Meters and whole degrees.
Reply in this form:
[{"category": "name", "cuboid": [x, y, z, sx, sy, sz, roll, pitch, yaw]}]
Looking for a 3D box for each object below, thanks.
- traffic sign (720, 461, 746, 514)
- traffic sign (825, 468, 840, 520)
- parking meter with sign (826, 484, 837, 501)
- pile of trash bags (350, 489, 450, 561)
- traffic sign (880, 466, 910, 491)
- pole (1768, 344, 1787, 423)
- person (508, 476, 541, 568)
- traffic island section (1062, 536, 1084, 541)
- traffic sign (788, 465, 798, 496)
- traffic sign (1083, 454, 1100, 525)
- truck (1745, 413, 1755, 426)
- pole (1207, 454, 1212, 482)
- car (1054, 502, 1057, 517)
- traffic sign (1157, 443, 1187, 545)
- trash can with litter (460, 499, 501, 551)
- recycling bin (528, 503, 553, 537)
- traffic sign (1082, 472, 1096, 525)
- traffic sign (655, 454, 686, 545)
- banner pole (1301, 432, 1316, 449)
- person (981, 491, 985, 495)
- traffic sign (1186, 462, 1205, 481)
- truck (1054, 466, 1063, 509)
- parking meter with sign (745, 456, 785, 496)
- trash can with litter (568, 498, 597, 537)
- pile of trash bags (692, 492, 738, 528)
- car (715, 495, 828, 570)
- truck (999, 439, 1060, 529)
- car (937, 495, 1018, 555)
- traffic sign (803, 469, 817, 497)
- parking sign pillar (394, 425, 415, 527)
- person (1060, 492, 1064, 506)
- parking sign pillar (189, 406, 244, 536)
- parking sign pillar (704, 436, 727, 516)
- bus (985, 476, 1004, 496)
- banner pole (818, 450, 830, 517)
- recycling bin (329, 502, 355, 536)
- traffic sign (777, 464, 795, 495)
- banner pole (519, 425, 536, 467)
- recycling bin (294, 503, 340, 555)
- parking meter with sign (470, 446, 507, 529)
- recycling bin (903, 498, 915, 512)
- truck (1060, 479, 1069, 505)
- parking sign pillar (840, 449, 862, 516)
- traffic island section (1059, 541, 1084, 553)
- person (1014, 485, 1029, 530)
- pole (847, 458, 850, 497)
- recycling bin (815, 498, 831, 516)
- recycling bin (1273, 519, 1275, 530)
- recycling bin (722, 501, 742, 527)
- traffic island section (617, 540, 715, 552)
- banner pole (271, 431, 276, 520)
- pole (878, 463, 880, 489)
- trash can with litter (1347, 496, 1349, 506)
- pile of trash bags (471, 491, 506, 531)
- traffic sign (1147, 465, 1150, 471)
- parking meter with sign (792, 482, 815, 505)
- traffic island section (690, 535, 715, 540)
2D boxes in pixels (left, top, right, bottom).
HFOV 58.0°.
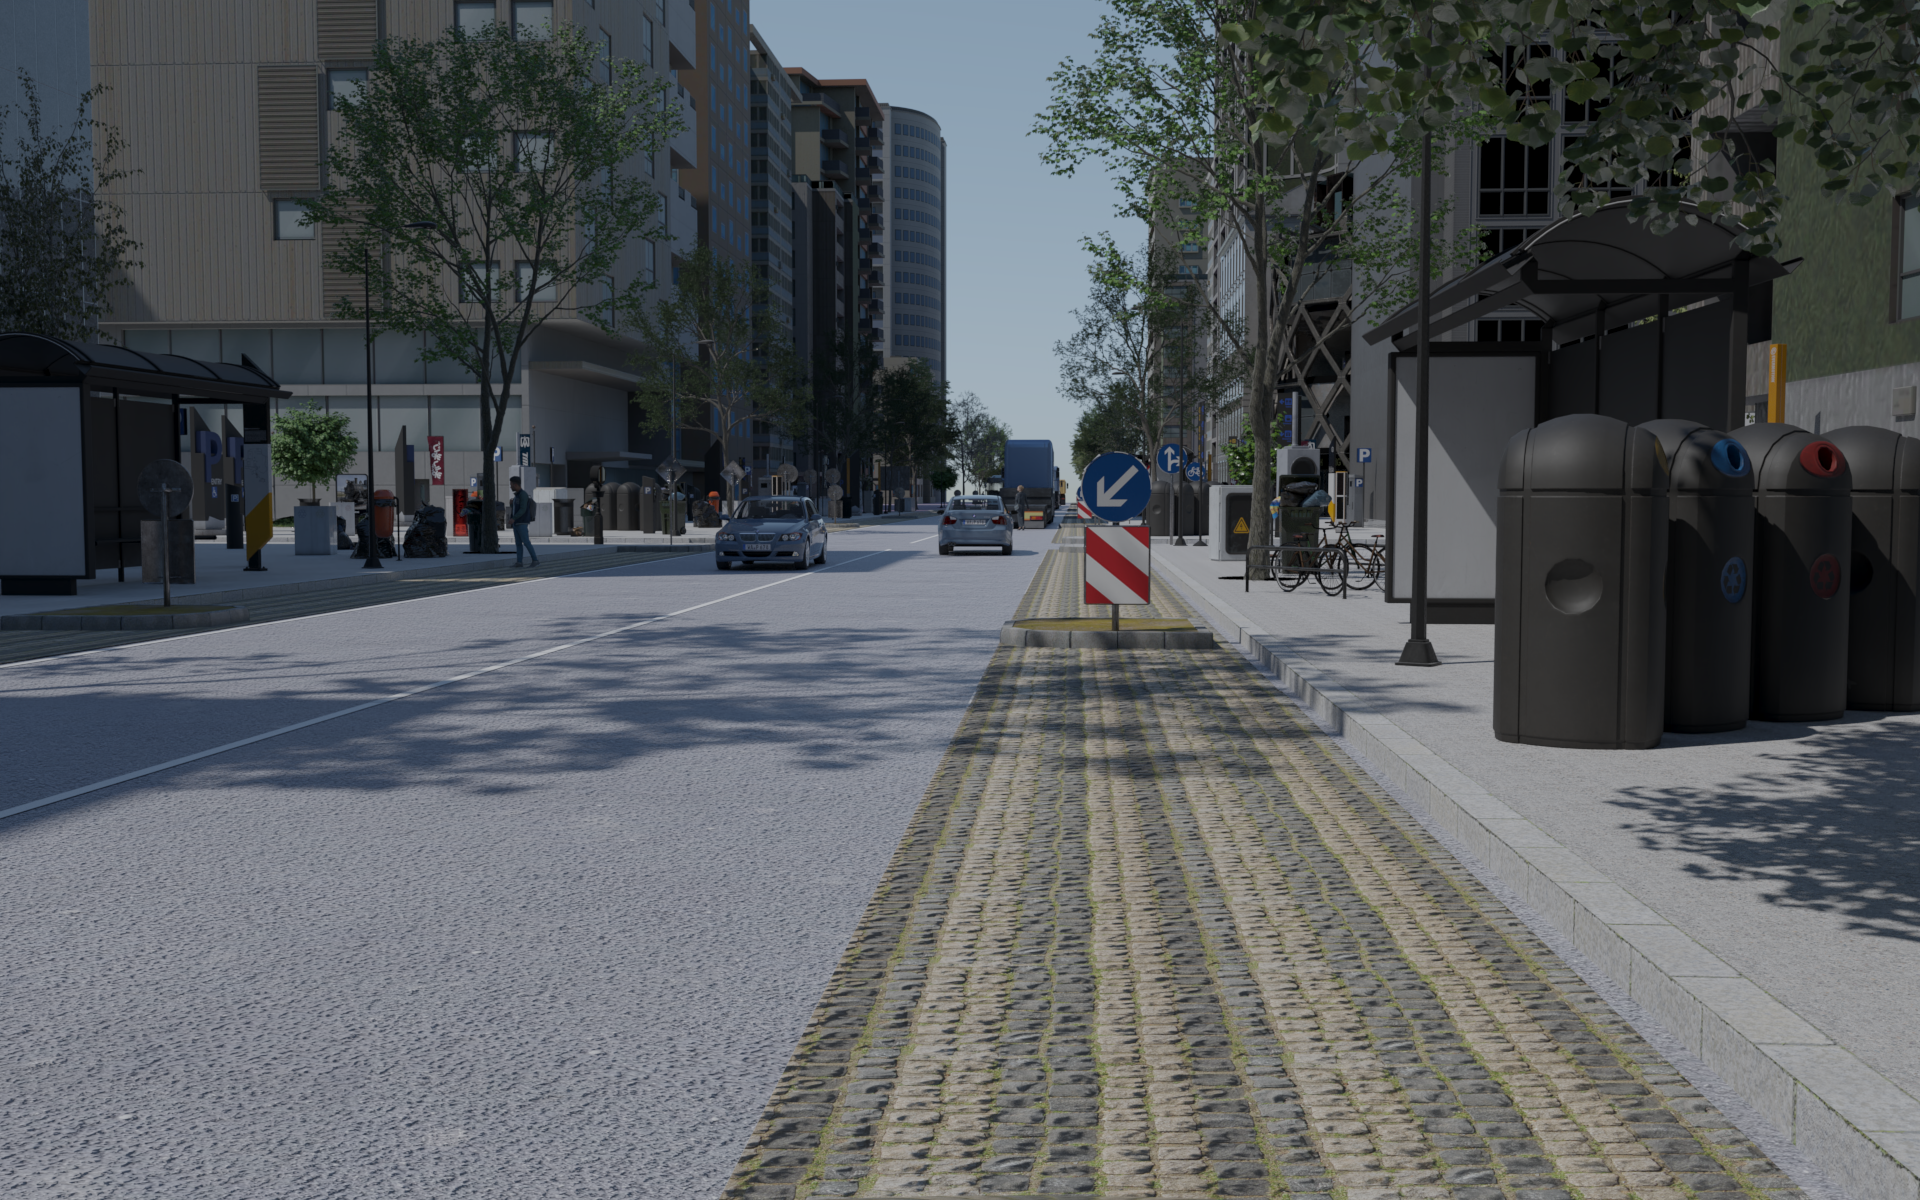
[{"category": "traffic sign", "cuboid": [-6.780, -2.944, 51.780, 0.795, 2.450, 0.064, 0, 4, 4]}, {"category": "traffic sign", "cuboid": [-6.292, -5.228, 85.583, 0.768, 2.556, 0.104, 0, 4, 8]}, {"category": "parking meter with sign", "cuboid": [-9.166, -7.972, 126.603, 0.543, 3.016, 1.738, 3, 4, 38]}, {"category": "pile of trash bags", "cuboid": [-11.282, -1.524, 34.671, 1.912, 1.369, 3.447, -1, 4, -10]}, {"category": "traffic sign", "cuboid": [-4.765, -8.087, 126.102, 2.265, 3.308, 0.079, 1, 4, 9]}, {"category": "pole", "cuboid": [11.134, -1.824, 23.661, 0.158, 3.312, 0.155, 0, 3, 0]}, {"category": "person", "cuboid": [-8.477, -1.503, 33.414, 0.721, 1.781, 0.623, -3, 5, -40]}, {"category": "traffic island section", "cuboid": [4.013, -1.764, 51.119, 2.009, 0.180, 2.903, 0, 4, 4]}, {"category": "traffic sign", "cuboid": [-7.456, -4.622, 75.678, 0.768, 2.556, 0.104, 1, 4, 13]}, {"category": "traffic sign", "cuboid": [3.457, -2.412, 43.076, 0.795, 2.450, 0.064, 0, 4, 4]}, {"category": "truck", "cuboid": [21.235, -3.463, 45.528, 11.283, 4.237, 2.839, 0, 4, 6]}, {"category": "pole", "cuboid": [12.759, -5.797, 88.619, 0.158, 3.312, 0.155, 0, 3, 0]}, {"category": "car", "cuboid": [5.079, -5.861, 108.401, 1.945, 1.354, 3.894, 0, 4, 3]}, {"category": "traffic sign", "cuboid": [5.330, -2.659, 43.583, 0.768, 2.556, 0.104, 1, 4, 9]}, {"category": "trash can with litter", "cuboid": [-10.746, -1.682, 38.885, 0.624, 1.170, 1.055, 0, 4, 6]}, {"category": "recycling bin", "cuboid": [-12.535, -2.392, 51.669, 0.722, 1.027, 0.722, -1, 4, -12]}, {"category": "traffic sign", "cuboid": [3.989, -2.899, 51.044, 0.795, 2.450, 0.064, 0, 4, 4]}, {"category": "traffic sign", "cuboid": [-7.312, -2.457, 43.813, 0.795, 2.450, 0.064, 0, 4, 4]}, {"category": "banner pole", "cuboid": [13.886, -4.866, 69.583, 0.863, 3.779, 0.401, 1, 4, 16]}, {"category": "person", "cuboid": [2.659, -11.097, 190.392, 0.568, 1.767, 0.683, 2, 4, 31]}, {"category": "traffic sign", "cuboid": [9.341, -4.197, 68.732, 0.768, 2.556, 0.104, 1, 4, 13]}, {"category": "truck", "cuboid": [7.788, -10.406, 159.900, 2.967, 4.110, 18.799, 0, 4, 5]}, {"category": "parking meter with sign", "cuboid": [-8.907, -5.082, 79.359, 1.738, 3.016, 0.543, 0, 4, -3]}, {"category": "trash can with litter", "cuboid": [-11.304, -2.481, 51.952, 1.055, 1.170, 0.624, 2, 4, 25]}, {"category": "pile of trash bags", "cuboid": [-9.413, -3.502, 67.010, 1.912, 1.369, 3.447, -1, 4, -14]}, {"category": "car", "cuboid": [-3.675, -1.365, 34.325, 2.014, 1.417, 4.499, 0, 4, 3]}, {"category": "truck", "cuboid": [2.941, -5.491, 79.538, 2.967, 4.110, 18.799, 0, 4, 4]}, {"category": "car", "cuboid": [0.410, -1.837, 42.033, 2.014, 1.417, 4.499, 0, 4, 2]}, {"category": "traffic sign", "cuboid": [-7.624, -5.398, 88.366, 0.768, 2.556, 0.104, 0, 4, 6]}, {"category": "parking sign pillar", "cuboid": [-21.963, -4.894, 68.484, 1.447, 3.967, 1.447, -2, 4, -32]}, {"category": "person", "cuboid": [11.974, -12.062, 206.240, 0.721, 1.766, 1.217, 3, 5, 39]}, {"category": "parking sign pillar", "cuboid": [-23.419, -4.002, 53.901, 1.447, 3.967, 1.447, 0, 4, 2]}, {"category": "parking sign pillar", "cuboid": [-11.400, -5.653, 80.899, 1.447, 3.967, 1.447, -3, 5, -42]}, {"category": "bus", "cuboid": [4.010, -10.506, 166.630, 2.948, 3.499, 13.247, 0, 4, 3]}, {"category": "banner pole", "cuboid": [-7.973, -6.782, 100.906, 0.863, 3.779, 0.401, 0, 4, 3]}, {"category": "recycling bin", "cuboid": [-18.882, -2.468, 52.906, 0.722, 1.027, 0.722, -1, 4, -20]}, {"category": "traffic sign", "cuboid": [-7.288, -4.425, 72.451, 0.768, 2.556, 0.104, 1, 4, 9]}, {"category": "banner pole", "cuboid": [-15.743, -4.482, 63.294, 0.863, 3.779, 0.401, 1, 4, 21]}, {"category": "recycling bin", "cuboid": [-13.609, -1.470, 36.585, 0.722, 1.027, 0.722, 0, 4, -7]}, {"category": "parking meter with sign", "cuboid": [-17.420, -4.073, 62.859, 0.543, 3.016, 1.738, 2, 4, 32]}, {"category": "recycling bin", "cuboid": [-3.699, -6.860, 124.711, 0.722, 1.027, 0.722, 1, 4, 22]}, {"category": "truck", "cuboid": [12.573, -14.160, 227.442, 3.469, 3.379, 9.791, 0, 4, 3]}, {"category": "parking sign pillar", "cuboid": [-6.515, -6.950, 102.102, 1.447, 3.967, 1.447, 3, 5, 43]}, {"category": "traffic island section", "cuboid": [3.481, -1.277, 43.152, 2.009, 0.180, 2.903, 0, 4, 4]}, {"category": "person", "cuboid": [2.450, -3.631, 68.291, 0.534, 1.772, 0.576, 2, 4, 30]}, {"category": "pole", "cuboid": [-6.353, -6.401, 98.503, 0.158, 3.312, 0.155, 0, 3, 0]}, {"category": "recycling bin", "cuboid": [-7.883, -5.331, 99.718, 0.722, 1.027, 0.722, -2, 4, -28]}, {"category": "recycling bin", "cuboid": [11.193, -2.954, 60.856, 0.722, 1.027, 0.722, -1, 4, -18]}, {"category": "recycling bin", "cuboid": [-8.355, -3.171, 64.407, 0.722, 1.027, 0.722, 2, 4, 25]}, {"category": "traffic island section", "cuboid": [-7.336, -1.321, 43.876, 2.009, 0.180, 2.903, 0, 4, 4]}, {"category": "banner pole", "cuboid": [-27.530, -4.833, 69.029, 0.401, 3.779, 0.863, 2, 4, 27]}, {"category": "pole", "cuboid": [-5.215, -7.222, 111.917, 0.158, 3.312, 0.155, 0, 3, 0]}, {"category": "trash can with litter", "cuboid": [20.019, -4.772, 89.403, 0.624, 1.170, 1.055, 2, 4, 28]}, {"category": "pile of trash bags", "cuboid": [-16.677, -3.063, 59.829, 1.912, 1.369, 3.447, -1, 4, -17]}, {"category": "traffic sign", "cuboid": [8.537, -4.777, 78.113, 0.884, 2.594, 0.081, 1, 4, 11]}, {"category": "parking meter with sign", "cuboid": [-10.115, -7.055, 111.603, 1.738, 3.016, 0.543, 2, 4, 26]}, {"category": "traffic island section", "cuboid": [-6.804, -1.808, 51.844, 2.009, 0.180, 2.903, 0, 4, 4]}]
